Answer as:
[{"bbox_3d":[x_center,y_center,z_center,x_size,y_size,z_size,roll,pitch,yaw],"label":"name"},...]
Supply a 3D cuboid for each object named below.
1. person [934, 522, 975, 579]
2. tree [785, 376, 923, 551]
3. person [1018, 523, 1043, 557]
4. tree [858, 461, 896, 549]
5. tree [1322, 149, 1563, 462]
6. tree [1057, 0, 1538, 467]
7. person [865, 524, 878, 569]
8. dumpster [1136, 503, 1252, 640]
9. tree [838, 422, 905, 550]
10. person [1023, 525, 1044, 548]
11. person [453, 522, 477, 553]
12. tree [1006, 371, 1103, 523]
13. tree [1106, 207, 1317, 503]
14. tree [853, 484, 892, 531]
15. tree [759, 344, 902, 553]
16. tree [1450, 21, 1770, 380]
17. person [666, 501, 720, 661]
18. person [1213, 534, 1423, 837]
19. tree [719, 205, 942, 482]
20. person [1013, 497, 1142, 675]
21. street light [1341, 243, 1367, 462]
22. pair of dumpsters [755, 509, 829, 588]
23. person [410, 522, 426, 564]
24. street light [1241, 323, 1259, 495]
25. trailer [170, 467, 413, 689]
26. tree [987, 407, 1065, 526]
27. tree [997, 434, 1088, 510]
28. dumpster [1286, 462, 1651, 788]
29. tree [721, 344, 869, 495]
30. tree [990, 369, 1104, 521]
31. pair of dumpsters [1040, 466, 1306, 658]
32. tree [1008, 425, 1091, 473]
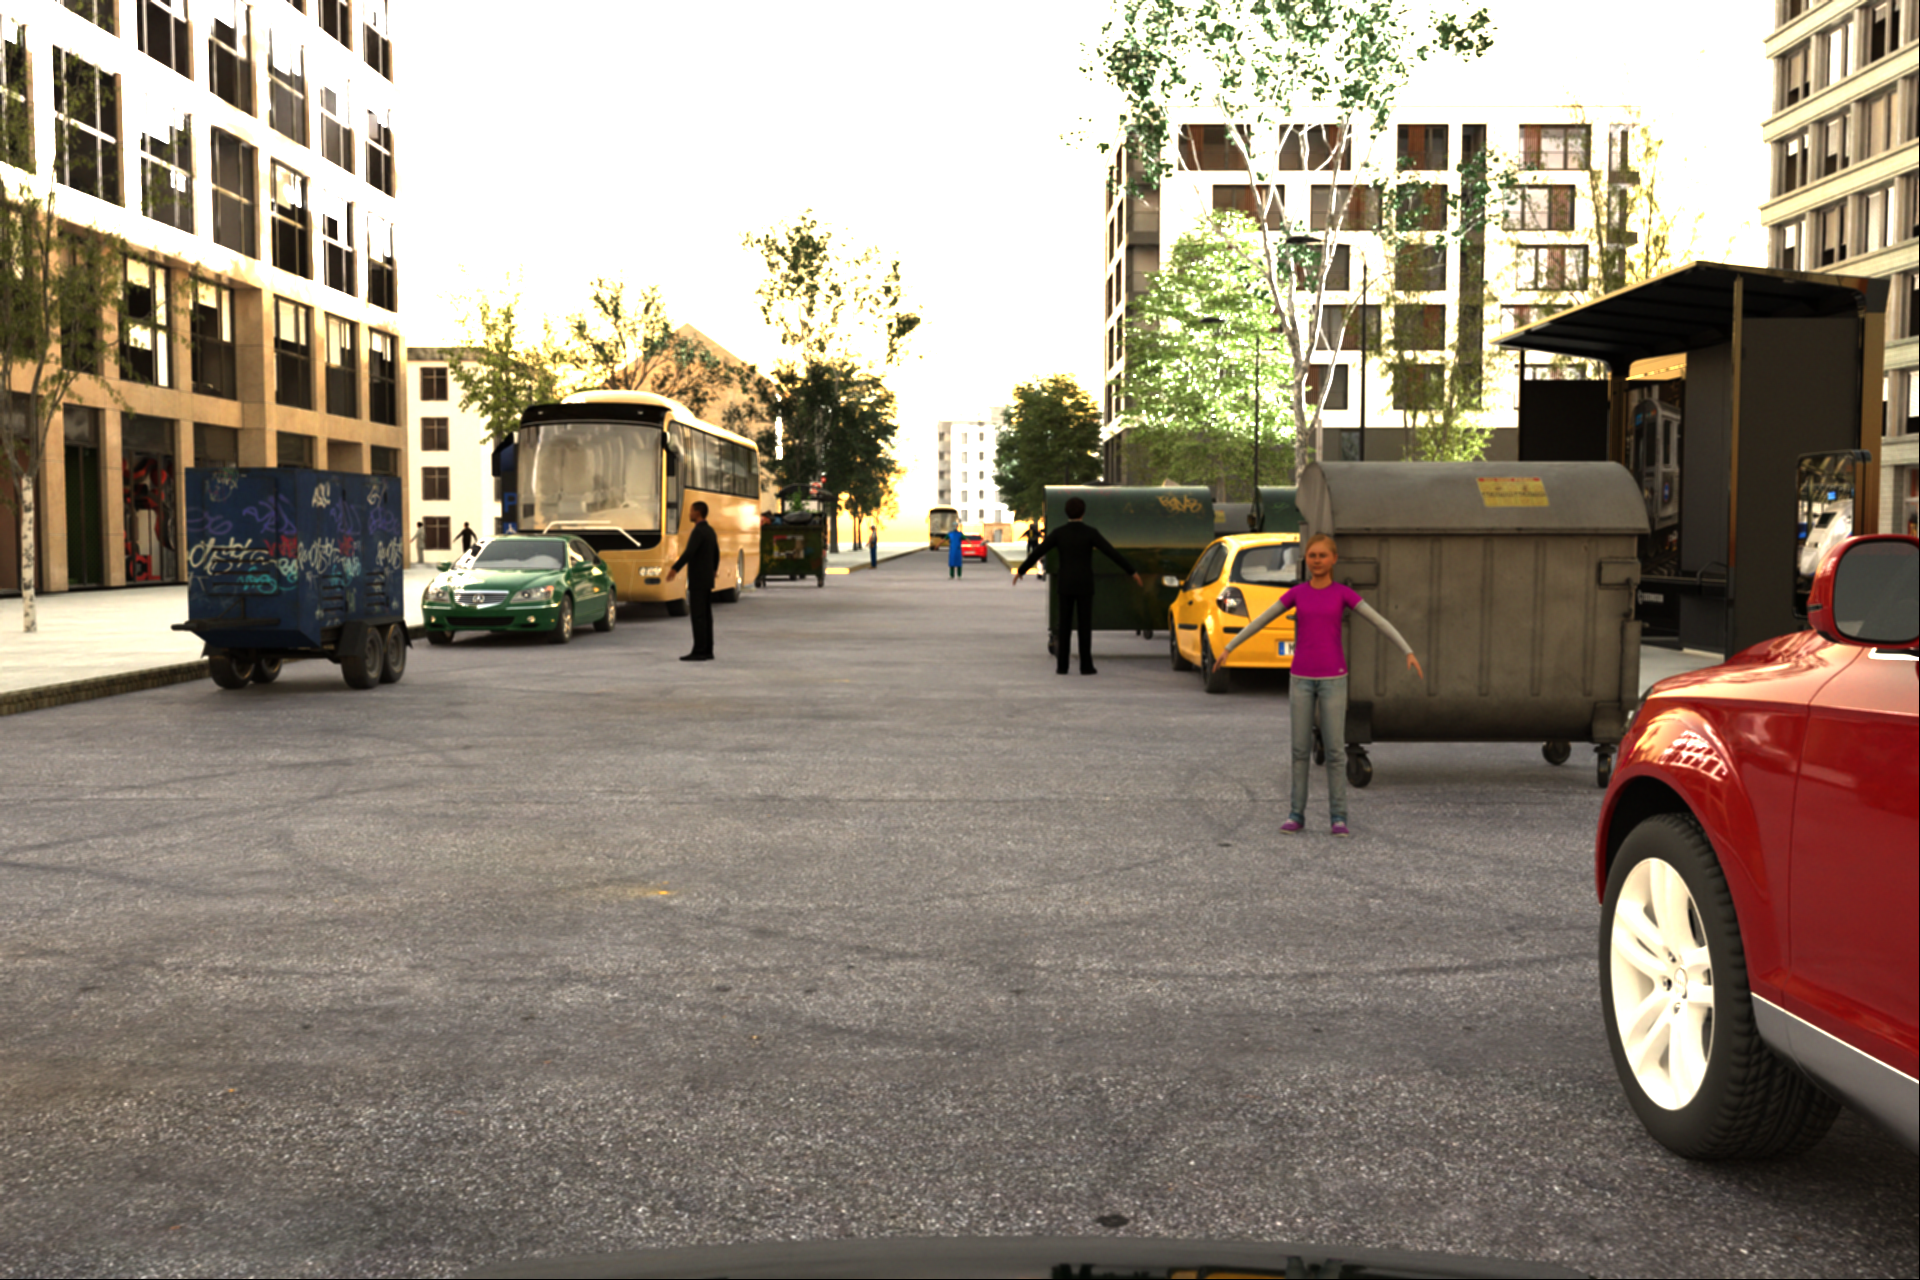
[{"bbox_3d":[-0.151,-2.850,55.185,1.347,1.817,0.704,1,4,15],"label":"person"},{"bbox_3d":[-7.974,-13.509,131.234,12.009,13.543,11.850,0,3,0],"label":"tree"},{"bbox_3d":[3.562,-4.955,86.789,1.354,1.856,0.705,0,4,3],"label":"person"},{"bbox_3d":[-8.086,-12.339,152.112,4.360,8.622,3.978,0,3,0],"label":"tree"},{"bbox_3d":[8.738,-5.109,33.887,4.360,8.622,3.978,0,3,0],"label":"tree"},{"bbox_3d":[8.933,-11.615,45.788,12.611,20.169,13.585,0,3,0],"label":"tree"},{"bbox_3d":[-3.607,-3.864,71.492,0.705,1.847,1.347,1,4,14],"label":"person"},{"bbox_3d":[3.240,-0.964,23.975,1.865,1.857,1.264,0,4,-1],"label":"dumpster"},{"bbox_3d":[-8.317,-13.367,144.299,9.928,11.665,9.643,0,3,0],"label":"tree"},{"bbox_3d":[4.262,-5.662,98.703,1.348,1.813,0.705,-1,4,-9],"label":"person"},{"bbox_3d":[-21.800,-4.302,76.477,0.704,1.812,1.346,2,4,33],"label":"person"},{"bbox_3d":[7.018,-12.375,120.466,7.486,12.596,7.792,0,3,0],"label":"tree"},{"bbox_3d":[8.841,-8.746,61.122,7.486,12.596,7.792,0,3,0],"label":"tree"},{"bbox_3d":[-7.992,-13.262,167.197,4.360,8.622,3.978,0,3,0],"label":"tree"},{"bbox_3d":[-8.612,-12.829,116.409,9.857,13.997,8.962,0,3,0],"label":"tree"},{"bbox_3d":[9.805,-4.549,24.737,4.360,8.622,3.978,0,3,0],"label":"tree"},{"bbox_3d":[-2.981,-0.675,19.720,0.704,1.802,1.346,1,4,13],"label":"person"},{"bbox_3d":[1.696,0.213,8.243,0.991,1.433,0.599,1,4,22],"label":"person"},{"bbox_3d":[-7.457,-14.828,98.321,12.611,20.169,13.585,0,3,0],"label":"tree"},{"bbox_3d":[1.186,-0.556,17.736,1.347,1.806,0.705,1,4,14],"label":"person"},{"bbox_3d":[6.843,-3.336,27.091,1.470,5.913,1.316,0,4,0],"label":"street light"},{"bbox_3d":[-5.776,-2.550,46.636,4.436,2.255,1.574,0,3,0],"label":"pair of dumpsters"},{"bbox_3d":[-23.559,-4.238,75.471,0.705,1.806,1.347,0,4,7],"label":"person"},{"bbox_3d":[6.916,-3.957,37.230,1.470,5.913,1.316,0,4,1],"label":"street light"},{"bbox_3d":[-6.142,-0.523,15.597,1.471,1.999,3.904,0,4,1],"label":"trailer"},{"bbox_3d":[7.255,-16.019,168.560,9.857,13.997,8.962,0,3,0],"label":"tree"},{"bbox_3d":[7.157,-12.747,142.829,8.767,10.594,7.601,0,4,5],"label":"tree"},{"bbox_3d":[2.948,-0.124,10.247,1.865,1.857,1.264,0,3,0],"label":"dumpster"},{"bbox_3d":[-8.668,-9.283,86.183,8.767,10.594,7.601,0,4,0],"label":"tree"},{"bbox_3d":[6.974,-13.817,132.561,9.857,13.997,8.962,0,3,0],"label":"tree"},{"bbox_3d":[3.145,-0.931,20.168,4.436,2.255,1.574,0,4,1],"label":"pair of dumpsters"},{"bbox_3d":[7.797,-13.753,150.612,9.928,11.665,9.643,0,3,0],"label":"tree"}]
